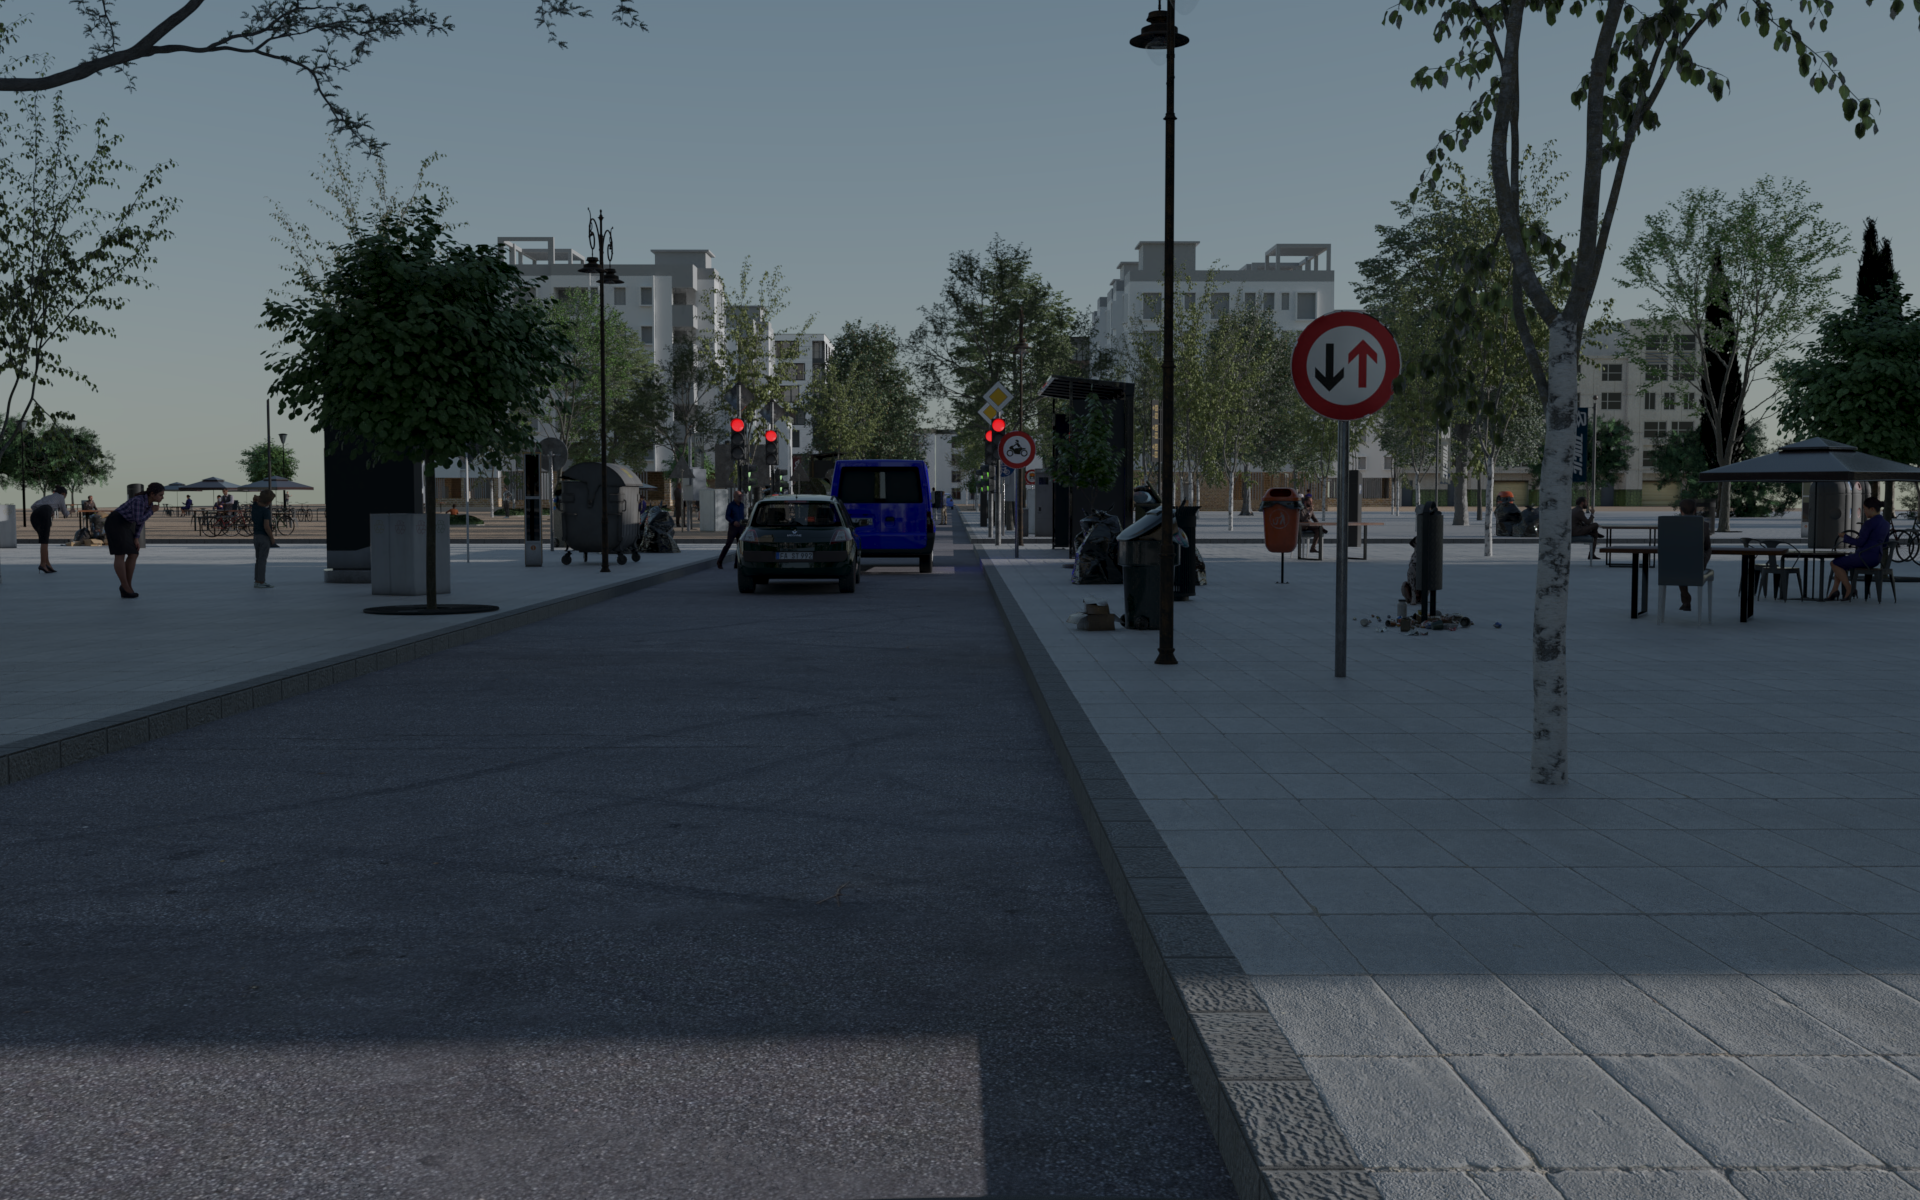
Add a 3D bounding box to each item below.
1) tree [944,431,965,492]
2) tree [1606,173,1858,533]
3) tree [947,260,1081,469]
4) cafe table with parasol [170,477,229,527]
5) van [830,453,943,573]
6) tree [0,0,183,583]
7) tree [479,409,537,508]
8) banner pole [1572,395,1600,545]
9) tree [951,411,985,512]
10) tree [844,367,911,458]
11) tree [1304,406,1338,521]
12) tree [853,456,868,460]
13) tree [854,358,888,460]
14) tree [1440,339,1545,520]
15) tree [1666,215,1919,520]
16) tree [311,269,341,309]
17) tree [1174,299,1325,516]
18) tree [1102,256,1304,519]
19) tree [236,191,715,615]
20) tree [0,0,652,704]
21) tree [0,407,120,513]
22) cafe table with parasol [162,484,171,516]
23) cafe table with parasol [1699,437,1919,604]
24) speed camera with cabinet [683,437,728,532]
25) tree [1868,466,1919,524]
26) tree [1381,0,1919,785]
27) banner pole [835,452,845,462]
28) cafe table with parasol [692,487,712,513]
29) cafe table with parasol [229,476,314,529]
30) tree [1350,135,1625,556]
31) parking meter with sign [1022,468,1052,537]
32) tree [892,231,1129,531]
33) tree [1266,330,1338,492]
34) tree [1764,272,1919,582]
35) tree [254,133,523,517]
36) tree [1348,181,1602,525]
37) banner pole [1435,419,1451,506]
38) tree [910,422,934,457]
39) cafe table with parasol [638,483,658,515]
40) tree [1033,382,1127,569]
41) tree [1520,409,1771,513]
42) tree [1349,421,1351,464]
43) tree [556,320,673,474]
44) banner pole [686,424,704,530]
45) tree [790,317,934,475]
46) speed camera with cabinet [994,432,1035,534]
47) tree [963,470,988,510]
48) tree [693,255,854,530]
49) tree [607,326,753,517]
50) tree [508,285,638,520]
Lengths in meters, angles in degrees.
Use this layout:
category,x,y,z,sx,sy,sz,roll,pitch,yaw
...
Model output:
category,x,y,z,sx,sy,sz,roll,pitch,yaw
tree,0.570,-15.122,197.604,4.360,8.622,3.978,0,3,0
tree,25.495,-8.061,57.555,9.928,11.665,9.643,0,3,0
tree,2.746,-10.072,82.800,7.486,12.596,7.792,0,3,0
cafe table with parasol,-29.386,-3.874,68.206,2.610,1.966,2.610,-2,4,-32
van,-1.443,-1.756,33.091,2.240,2.365,5.245,0,4,-1
tree,-13.627,-4.537,24.545,4.360,8.622,3.978,0,3,0
tree,-29.408,-9.960,113.208,4.737,8.622,4.395,0,3,0
banner pole,15.842,-3.299,43.956,0.863,3.779,0.401,1,4,8
tree,1.343,-10.582,123.383,4.737,8.622,4.395,0,3,0
tree,-6.968,-13.046,131.428,7.486,12.596,7.792,0,3,0
tree,17.233,-8.055,82.054,4.737,8.622,4.395,0,3,0
tree,-6.513,-8.587,124.115,4.285,4.588,4.351,0,3,0
tree,-6.146,-8.684,92.342,4.737,8.622,4.395,0,3,0
tree,25.593,-9.184,84.577,8.767,10.594,7.601,2,4,33
tree,44.638,-11.473,89.396,13.155,14.587,18.604,-3,5,-44
tree,-19.424,-6.524,57.035,4.737,8.622,4.395,0,3,0
tree,17.016,-11.346,102.514,9.611,12.733,9.660,0,3,0
tree,7.429,-6.331,53.873,4.737,8.622,4.395,0,3,0
tree,-5.730,-2.148,18.842,4.285,4.588,4.351,0,3,0
tree,-6.428,-6.086,9.878,12.009,13.543,11.850,0,3,0
tree,-61.785,-9.108,111.814,11.467,7.101,20.602,-1,4,-17
cafe table with parasol,-44.318,-5.701,98.070,2.610,1.966,2.610,-1,4,-20
cafe table with parasol,10.332,-0.982,20.922,2.610,1.966,2.610,1,4,23
speed camera with cabinet,-8.744,-3.985,59.498,0.660,3.252,2.038,-3,5,-40
tree,46.195,-6.421,67.897,20.602,7.101,11.467,2,4,25
tree,2.836,-3.499,7.570,4.360,8.622,3.978,0,3,0
banner pole,-7.030,-6.854,102.084,0.863,3.779,0.401,-2,4,-30
cafe table with parasol,-18.075,-7.073,120.516,2.610,1.966,2.610,-1,4,-20
cafe table with parasol,-25.531,-3.658,64.666,2.610,1.966,2.610,-1,4,-12
tree,11.136,-5.211,35.568,4.737,8.622,4.395,0,3,0
parking meter with sign,2.575,-3.404,51.912,1.738,3.016,0.543,0,4,5
tree,1.785,-7.741,60.971,8.767,10.594,7.601,0,3,0
tree,22.925,-12.364,120.281,7.486,12.596,7.792,0,3,0
tree,13.785,-2.563,25.625,4.285,4.588,4.351,0,3,0
tree,-11.783,-5.188,35.182,4.360,8.622,3.978,0,3,0
tree,20.678,-10.034,70.703,9.857,13.997,8.962,0,3,0
banner pole,14.774,-3.859,53.113,0.863,3.779,0.401,-2,4,-34
tree,-7.784,-16.719,183.727,12.009,13.543,11.850,0,3,0
cafe table with parasol,-13.265,-3.906,68.727,2.610,1.966,2.610,-1,4,-19
tree,2.375,-2.173,30.135,1.663,3.219,1.824,0,3,0
tree,44.485,-9.208,113.464,11.467,7.101,20.602,-3,5,-40
tree,15.591,-6.623,58.641,4.737,8.622,4.395,0,3,0
tree,-22.143,-11.874,112.260,7.486,12.596,7.792,0,3,0
banner pole,-9.475,-4.411,62.131,0.863,3.779,0.401,2,4,33
tree,-6.253,-11.923,111.951,9.611,12.733,9.660,0,3,0
speed camera with cabinet,2.145,-3.746,55.588,2.038,3.252,0.660,1,4,13
tree,1.110,-8.816,138.739,1.663,3.219,1.824,0,3,0
tree,-6.558,-6.367,54.466,4.737,8.622,4.395,0,3,0
tree,-15.739,-9.930,96.768,8.767,10.594,7.601,-3,5,-44
tree,-19.639,-9.757,85.284,9.928,11.665,9.643,0,3,0
